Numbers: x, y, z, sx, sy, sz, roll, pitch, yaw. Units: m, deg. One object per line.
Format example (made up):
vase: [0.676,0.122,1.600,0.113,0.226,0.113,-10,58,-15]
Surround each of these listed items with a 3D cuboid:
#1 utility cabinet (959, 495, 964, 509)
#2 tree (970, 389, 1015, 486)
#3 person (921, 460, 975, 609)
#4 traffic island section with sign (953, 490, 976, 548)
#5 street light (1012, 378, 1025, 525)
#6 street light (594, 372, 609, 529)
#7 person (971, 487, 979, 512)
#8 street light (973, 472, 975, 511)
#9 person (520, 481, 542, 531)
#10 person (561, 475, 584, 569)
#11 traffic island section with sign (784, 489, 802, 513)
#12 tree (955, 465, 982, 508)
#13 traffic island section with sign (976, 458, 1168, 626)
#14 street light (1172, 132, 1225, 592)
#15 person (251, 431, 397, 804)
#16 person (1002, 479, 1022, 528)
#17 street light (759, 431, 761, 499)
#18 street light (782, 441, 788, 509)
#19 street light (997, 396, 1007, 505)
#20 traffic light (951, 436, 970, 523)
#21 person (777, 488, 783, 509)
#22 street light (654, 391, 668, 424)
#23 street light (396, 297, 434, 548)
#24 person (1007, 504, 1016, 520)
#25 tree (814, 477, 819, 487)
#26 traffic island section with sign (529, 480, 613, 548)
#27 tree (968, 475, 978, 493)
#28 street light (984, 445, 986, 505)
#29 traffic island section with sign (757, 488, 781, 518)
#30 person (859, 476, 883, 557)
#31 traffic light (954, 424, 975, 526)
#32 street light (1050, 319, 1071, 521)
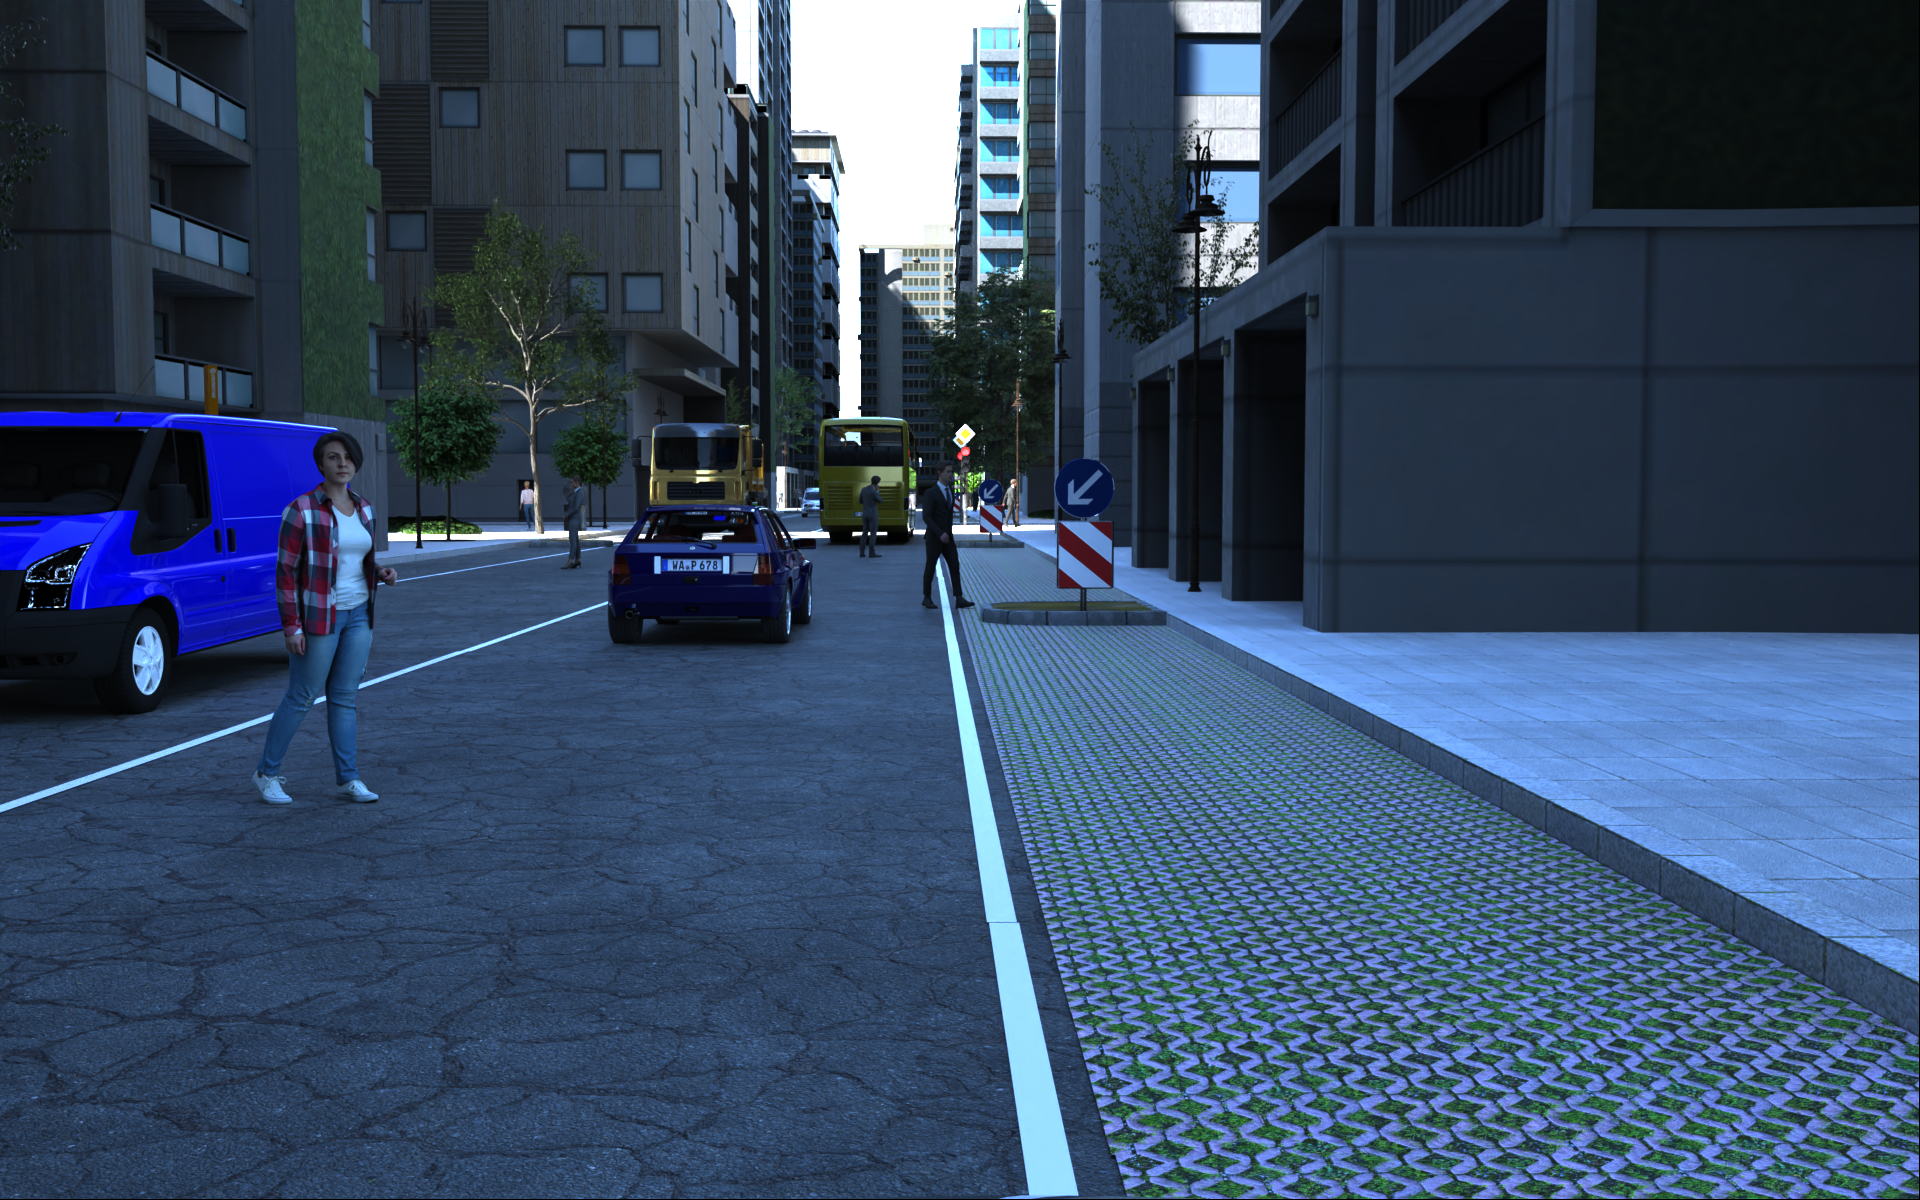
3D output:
utility cabinet: [0.119,-8.456,149.418,0.306,1.237,1.020,0,4,-5]
tree: [2.017,-10.235,117.702,4.360,8.622,3.978,0,3,0]
person: [-0.170,-0.815,21.597,0.755,1.850,0.659,3,5,42]
traffic island section with sign: [0.697,-2.323,46.615,1.989,1.847,2.006,0,4,-1]
street light: [2.298,-5.887,69.040,0.468,5.910,1.993,0,4,-1]
street light: [-13.169,-5.583,64.065,0.468,5.910,1.993,0,4,-1]
person: [1.098,-7.188,123.988,0.576,1.772,0.534,-2,4,-34]
street light: [1.019,-9.560,129.097,0.468,5.910,1.993,0,4,-1]
person: [-14.943,-3.291,60.516,0.598,1.740,0.731,3,5,43]
person: [-7.498,-1.501,33.318,0.573,1.790,0.520,-3,4,-36]
traffic island section with sign: [-12.181,-7.441,130.291,1.989,1.847,2.006,0,4,-1]
tree: [0.928,-10.753,159.532,4.285,4.588,4.351,0,3,0]
traffic island section with sign: [1.237,-0.675,19.665,1.989,1.847,2.006,0,4,-1]
street light: [3.088,-3.048,22.618,0.468,5.910,1.993,0,4,-1]
person: [-2.950,0.078,8.057,0.643,1.720,0.563,2,4,29]
person: [2.026,-3.701,66.337,0.755,1.850,0.659,-1,4,-11]
street light: [-14.388,-9.301,124.855,0.468,5.910,1.993,0,4,-1]
street light: [-14.949,-10.734,148.288,0.468,5.910,1.993,0,4,-1]
street light: [1.971,-6.684,82.063,0.468,5.910,1.993,0,4,-1]
traffic light: [0.039,-5.417,77.486,0.839,4.253,0.868,0,4,-1]
person: [-15.644,-8.802,150.051,0.694,1.812,0.767,0,4,-1]
street light: [-13.367,-6.408,77.564,0.468,5.910,1.993,0,4,-1]
street light: [-12.776,-4.156,40.735,0.468,5.910,1.993,0,4,-1]
person: [2.654,-4.653,87.132,0.505,1.210,0.382,-2,4,-31]
tree: [-16.172,-12.338,196.334,1.663,3.219,1.824,0,3,0]
traffic island section with sign: [-10.537,-2.359,47.191,1.989,1.847,2.006,0,4,-1]
tree: [1.504,-9.867,155.927,1.663,3.219,1.824,0,3,0]
street light: [1.547,-8.141,105.889,0.468,5.910,1.993,0,4,-1]
traffic island section with sign: [-11.623,-5.732,102.344,1.989,1.847,2.006,0,4,-1]
person: [-2.011,-1.895,39.296,0.655,1.846,0.447,3,5,41]
traffic light: [0.198,-4.929,69.502,0.839,4.253,0.868,0,4,-1]
street light: [2.654,-4.467,45.828,0.468,5.910,1.993,0,4,-1]
